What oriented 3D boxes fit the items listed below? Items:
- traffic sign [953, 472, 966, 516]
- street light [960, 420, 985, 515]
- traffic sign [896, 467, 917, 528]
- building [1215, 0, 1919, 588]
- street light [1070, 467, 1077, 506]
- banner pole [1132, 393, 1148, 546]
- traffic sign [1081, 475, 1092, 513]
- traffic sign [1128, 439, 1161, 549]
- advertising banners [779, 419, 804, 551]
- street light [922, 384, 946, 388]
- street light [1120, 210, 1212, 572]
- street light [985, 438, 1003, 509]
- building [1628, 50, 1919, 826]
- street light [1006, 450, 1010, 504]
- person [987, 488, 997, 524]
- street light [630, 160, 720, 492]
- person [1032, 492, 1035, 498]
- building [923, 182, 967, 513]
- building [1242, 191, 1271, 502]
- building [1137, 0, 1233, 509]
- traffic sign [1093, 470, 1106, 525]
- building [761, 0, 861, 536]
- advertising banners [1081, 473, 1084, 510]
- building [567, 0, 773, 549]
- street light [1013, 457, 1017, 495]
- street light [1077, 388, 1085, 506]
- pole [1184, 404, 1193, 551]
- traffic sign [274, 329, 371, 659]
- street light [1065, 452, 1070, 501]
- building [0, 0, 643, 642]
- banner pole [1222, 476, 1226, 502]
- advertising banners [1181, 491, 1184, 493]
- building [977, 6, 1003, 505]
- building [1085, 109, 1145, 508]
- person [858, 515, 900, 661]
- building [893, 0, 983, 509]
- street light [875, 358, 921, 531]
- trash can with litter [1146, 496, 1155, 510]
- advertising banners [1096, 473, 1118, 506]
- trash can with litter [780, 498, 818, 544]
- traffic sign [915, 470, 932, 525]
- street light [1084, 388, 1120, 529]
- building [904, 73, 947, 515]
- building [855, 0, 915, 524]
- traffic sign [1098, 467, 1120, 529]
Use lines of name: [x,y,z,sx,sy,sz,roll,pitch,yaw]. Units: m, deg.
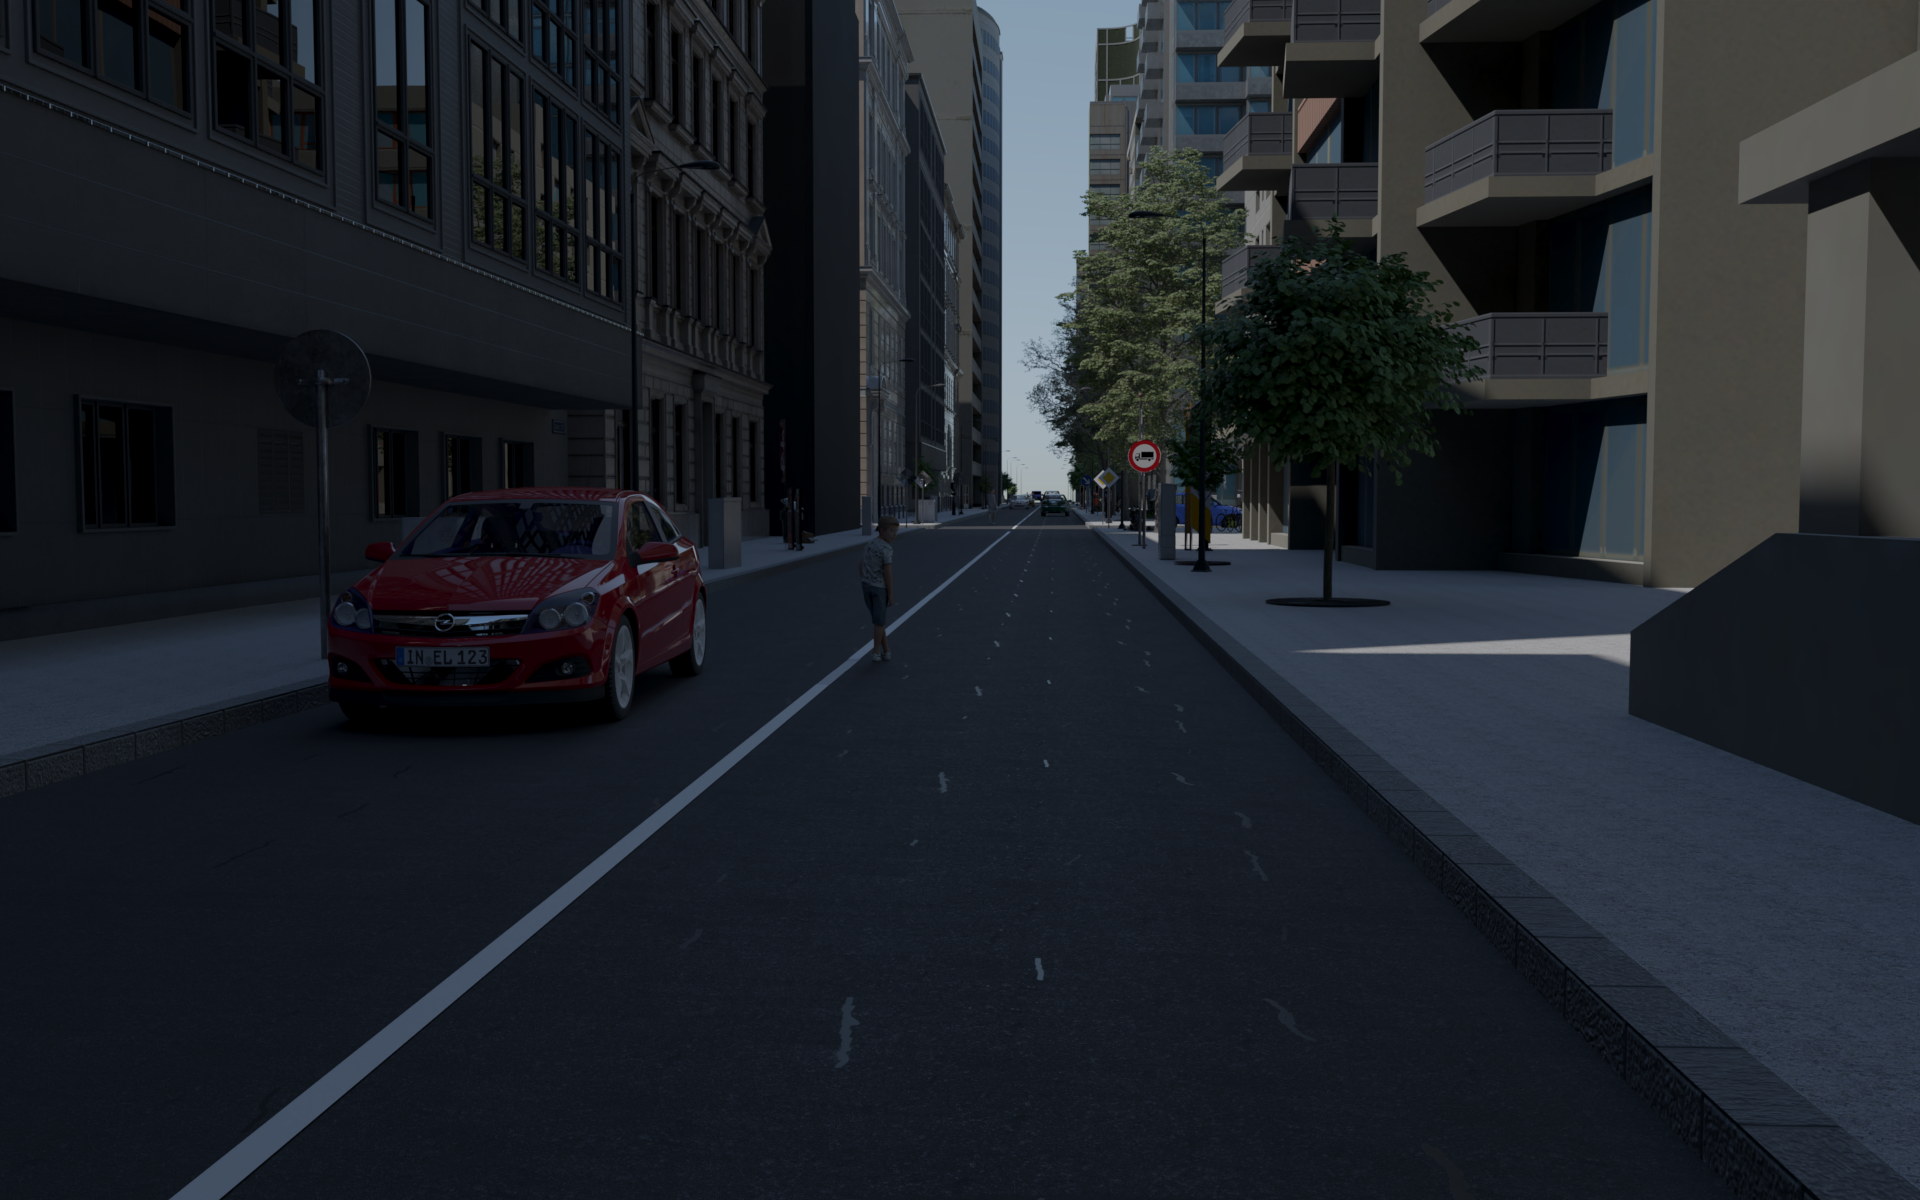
traffic sign: [-0.053,-6.238,102.099,0.768,2.556,0.104,1,4,10]
street light: [0.628,-8.304,108.306,1.470,5.913,1.316,0,4,3]
traffic sign: [-1.998,-3.742,64.831,0.795,2.450,0.064,0,4,3]
building: [17.045,-23.295,35.493,22.147,44.769,28.867,0,4,3]
street light: [7.974,-8.469,111.012,1.470,5.913,1.316,0,4,3]
banner pole: [4.451,-3.218,42.625,0.401,3.779,0.863,0,4,2]
traffic sign: [8.476,-7.088,116.002,0.768,2.556,0.104,1,4,13]
traffic sign: [4.317,-2.473,40.544,0.768,2.556,0.104,1,4,11]
advertising banners: [-3.887,-2.668,39.813,0.090,3.025,2.074,-1,4,-19]
street light: [-1.287,-6.158,73.229,1.470,5.913,1.316,0,4,3]
street light: [3.456,-3.423,28.511,1.470,5.913,1.316,0,4,3]
street light: [2.774,-10.812,149.325,1.470,5.913,1.316,0,4,3]
building: [19.600,-18.911,1.074,32.217,40.220,23.993,0,4,3]
street light: [4.648,-12.944,184.170,1.470,5.913,1.316,0,4,3]
person: [1.521,-4.447,81.966,0.466,1.731,0.760,0,4,6]
street light: [-4.035,-3.165,24.289,1.470,5.913,1.316,0,4,3]
person: [9.836,-13.719,233.614,0.445,1.727,0.742,2,4,24]
building: [-6.353,-20.415,131.044,12.463,27.353,25.104,0,4,3]
building: [29.895,-14.645,84.485,28.899,21.520,27.650,0,4,3]
building: [24.791,-31.258,130.669,23.786,49.044,30.456,0,4,3]
traffic sign: [5.972,-4.204,72.371,0.795,2.450,0.064,0,4,3]
building: [-11.934,-13.975,58.174,15.834,23.373,12.332,0,4,3]
advertising banners: [9.936,-8.817,140.338,0.090,3.025,2.074,1,4,10]
building: [-10.792,-10.815,41.454,10.561,19.102,19.286,0,4,3]
street light: [6.515,-15.079,219.080,1.470,5.913,1.316,0,4,3]
street light: [5.976,-6.308,75.676,1.470,5.913,1.316,0,4,3]
pole: [5.194,-2.779,39.281,0.158,3.312,0.155,0,3,0]
traffic sign: [-4.934,-0.814,13.410,0.768,2.556,0.104,0,4,3]
street light: [10.329,-11.094,153.931,1.470,5.913,1.316,0,4,3]
building: [-13.360,-13.834,19.687,14.314,27.812,24.014,0,4,3]
banner pole: [15.337,-6.768,100.672,0.401,3.779,0.863,2,4,28]
advertising banners: [13.587,-6.659,105.066,0.090,3.025,2.074,0,4,-1]
building: [-5.853,-40.686,207.213,21.231,58.520,28.212,0,4,3]
building: [28.550,-28.846,163.506,32.217,40.220,23.993,0,4,3]
person: [-0.696,-0.106,14.912,0.352,1.250,0.332,0,4,-5]
building: [-9.031,-32.713,158.556,21.300,48.544,21.600,0,4,3]
street light: [-2.231,-5.318,59.492,1.470,5.913,1.316,0,4,3]
trash can with litter: [12.091,-5.985,109.236,1.055,1.170,0.624,-3,5,-40]
advertising banners: [12.004,-8.852,140.916,2.074,3.025,0.090,-1,4,-19]
trash can with litter: [-4.182,-2.071,45.242,1.055,1.170,0.624,2,4,32]
traffic sign: [-1.560,-4.230,72.804,0.795,2.450,0.064,0,4,3]
street light: [5.408,-5.560,63.441,1.470,5.913,1.316,0,4,3]
building: [-8.625,-19.084,105.534,14.314,27.812,24.014,0,4,3]
building: [-9.618,-18.202,83.502,13.634,28.700,20.117,0,4,3]
traffic sign: [5.534,-3.716,64.398,0.795,2.450,0.064,0,4,3]
